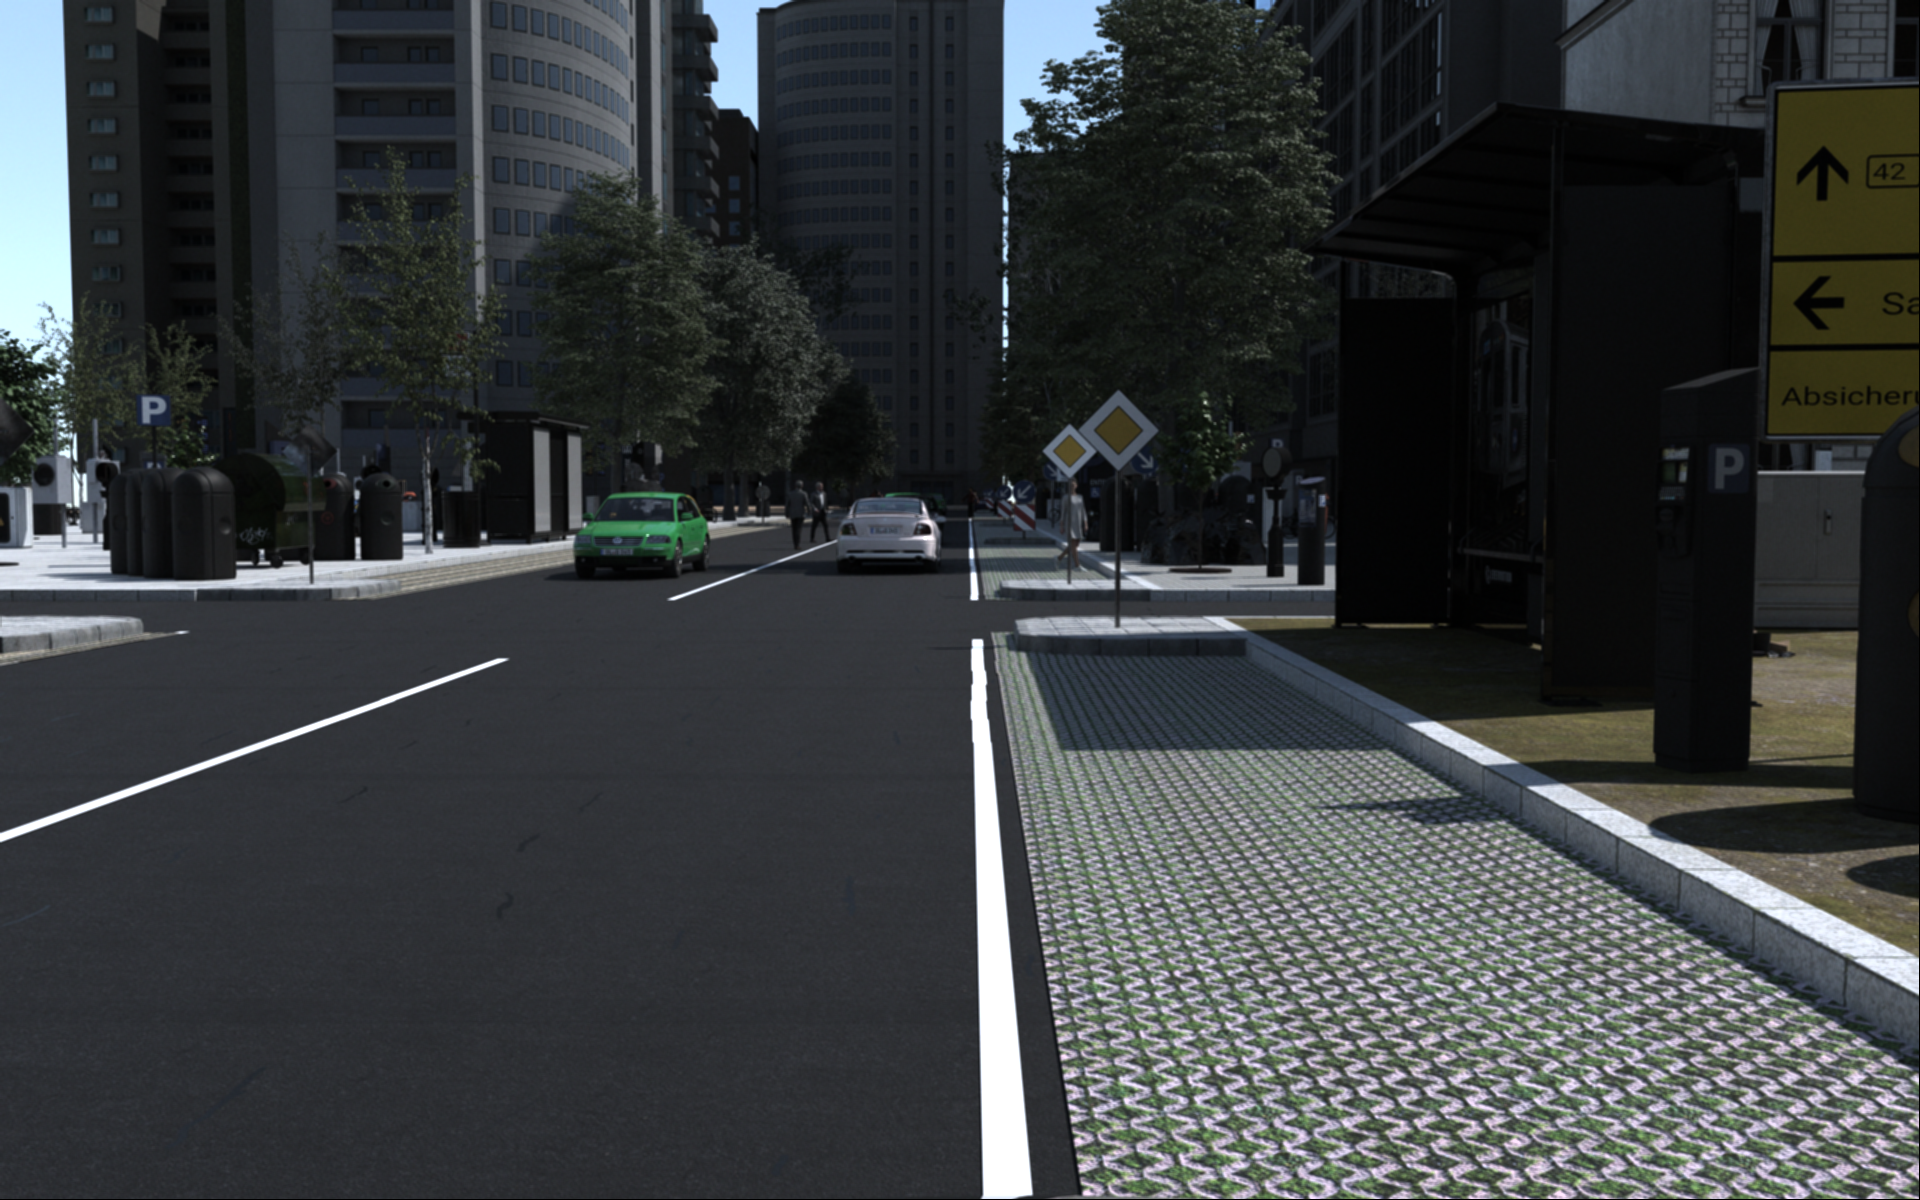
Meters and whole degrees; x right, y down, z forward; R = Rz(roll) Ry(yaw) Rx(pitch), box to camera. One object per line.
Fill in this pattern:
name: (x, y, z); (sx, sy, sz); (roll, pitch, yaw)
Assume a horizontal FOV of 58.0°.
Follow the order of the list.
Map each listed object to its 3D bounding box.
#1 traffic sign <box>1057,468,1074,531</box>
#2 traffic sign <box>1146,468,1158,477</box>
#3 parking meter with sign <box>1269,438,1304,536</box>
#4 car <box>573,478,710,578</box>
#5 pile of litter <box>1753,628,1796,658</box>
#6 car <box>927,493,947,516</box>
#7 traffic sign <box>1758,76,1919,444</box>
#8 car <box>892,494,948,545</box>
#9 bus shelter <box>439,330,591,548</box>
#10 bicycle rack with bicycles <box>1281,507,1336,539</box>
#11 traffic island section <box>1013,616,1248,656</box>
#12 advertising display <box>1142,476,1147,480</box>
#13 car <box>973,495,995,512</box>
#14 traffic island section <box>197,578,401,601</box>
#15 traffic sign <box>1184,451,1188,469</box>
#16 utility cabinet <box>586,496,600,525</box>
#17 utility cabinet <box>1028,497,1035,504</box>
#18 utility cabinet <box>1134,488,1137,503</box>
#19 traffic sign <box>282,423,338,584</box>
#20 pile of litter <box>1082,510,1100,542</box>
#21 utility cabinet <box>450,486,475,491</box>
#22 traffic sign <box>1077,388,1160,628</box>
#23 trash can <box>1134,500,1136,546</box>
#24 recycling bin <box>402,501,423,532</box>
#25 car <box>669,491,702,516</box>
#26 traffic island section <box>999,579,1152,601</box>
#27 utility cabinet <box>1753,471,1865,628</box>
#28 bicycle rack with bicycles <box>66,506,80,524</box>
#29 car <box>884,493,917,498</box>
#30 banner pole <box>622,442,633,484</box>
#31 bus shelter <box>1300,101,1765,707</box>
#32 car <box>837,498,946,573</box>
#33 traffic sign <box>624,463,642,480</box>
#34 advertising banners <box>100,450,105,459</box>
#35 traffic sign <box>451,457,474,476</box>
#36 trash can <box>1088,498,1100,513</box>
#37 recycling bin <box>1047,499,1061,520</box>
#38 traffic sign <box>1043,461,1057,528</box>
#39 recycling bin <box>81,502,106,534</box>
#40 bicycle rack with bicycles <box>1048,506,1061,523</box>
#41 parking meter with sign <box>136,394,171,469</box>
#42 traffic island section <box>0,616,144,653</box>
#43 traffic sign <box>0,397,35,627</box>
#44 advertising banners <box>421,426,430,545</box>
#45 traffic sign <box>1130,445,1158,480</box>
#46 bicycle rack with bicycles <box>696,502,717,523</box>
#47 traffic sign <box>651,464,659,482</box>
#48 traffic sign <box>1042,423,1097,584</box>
traffic sign: (3.612, -3.502, 59.395); (0.606, 2.300, 0.079); (1, 4, 10)
traffic sign: (6.426, -3.539, 57.974); (0.768, 2.556, 0.104); (0, 4, 4)
parking meter with sign: (10.247, -3.498, 53.454); (0.543, 3.016, 1.738); (-2, 4, -25)
car: (-5.635, -1.356, 30.975); (1.959, 1.807, 4.718); (0, 4, 1)
pile of litter: (6.074, -0.023, 14.340); (1.176, 0.858, 1.719); (-1, 4, -14)
car: (-1.833, -6.524, 115.460); (1.959, 1.807, 4.718); (0, 4, -2)
traffic sign: (5.102, -0.895, 8.498); (2.265, 3.308, 0.079); (1, 4, 9)
car: (-1.346, -2.452, 49.878); (2.009, 1.686, 4.222); (0, 4, -1)
bus shelter: (-11.677, -4.136, 45.252); (2.179, 5.291, 8.768); (0, 4, 0)
bicycle rack with bicycles: (9.458, -2.256, 50.270); (2.925, 0.926, 2.852); (2, 4, 24)
traffic island section: (1.534, 0.344, 16.659); (2.009, 0.180, 2.903); (0, 4, 0)
advertising display: (6.617, -3.305, 59.245); (0.123, 1.923, 0.974); (-3, 5, -43)
car: (1.886, -7.594, 136.738); (1.945, 1.354, 3.894); (0, 4, -1)
traffic island section: (-9.267, -0.148, 24.703); (2.009, 0.180, 2.903); (0, 4, 0)
traffic sign: (5.998, -2.770, 45.394); (0.768, 2.556, 0.104); (0, 4, 7)
utility cabinet: (-12.857, -3.027, 60.646); (0.306, 1.237, 1.020); (0, 4, -2)
utility cabinet: (4.303, -5.357, 96.273); (0.318, 1.500, 1.173); (3, 5, 43)
utility cabinet: (6.984, -3.666, 68.624); (0.318, 1.500, 1.173); (-1, 4, -18)
traffic sign: (-9.244, -1.284, 24.641); (0.795, 2.450, 0.064); (0, 4, 0)
pile of litter: (3.840, -2.017, 46.949); (1.176, 0.858, 1.719); (0, 4, -3)
utility cabinet: (-13.935, -2.454, 48.796); (0.318, 1.500, 1.173); (-3, 5, -43)
traffic sign: (1.510, -0.791, 16.582); (0.795, 2.450, 0.064); (0, 4, 0)
trash can: (4.531, -1.921, 43.068); (0.748, 1.137, 0.748); (0, 3, 0)
recycling bin: (-18.695, -2.851, 59.166); (0.722, 1.027, 0.722); (1, 4, 16)
car: (-6.743, -1.753, 38.893); (2.015, 1.641, 3.980); (0, 4, 0)
traffic island section: (1.574, -0.145, 24.644); (2.009, 0.180, 2.903); (0, 4, 0)
utility cabinet: (8.076, -0.474, 16.437); (1.173, 1.500, 0.318); (0, 4, 6)
bicycle rack with bicycles: (-38.553, -3.763, 74.906); (2.852, 0.926, 2.925); (1, 4, 21)
car: (-1.982, -3.210, 61.280); (1.959, 1.807, 4.718); (0, 4, 0)
banner pole: (-14.196, -5.086, 73.171); (0.863, 3.779, 0.401); (-1, 4, -9)
bus shelter: (4.084, -1.360, 13.513); (1.731, 3.624, 6.357); (0, 4, 0)
car: (-1.309, -1.258, 32.938); (2.083, 1.381, 4.827); (0, 4, 0)
traffic sign: (-13.211, -4.275, 69.997); (0.768, 2.556, 0.104); (1, 4, 8)
advertising banners: (-33.596, -4.425, 68.539); (2.074, 3.025, 0.090); (3, 5, 43)
traffic sign: (-14.618, -3.127, 51.128); (0.884, 2.594, 0.081); (1, 4, 9)
trash can: (4.831, -3.047, 61.465); (0.748, 1.137, 0.748); (0, 3, 0)
recycling bin: (4.829, -4.551, 86.955); (0.722, 1.027, 0.722); (2, 4, 26)
traffic sign: (3.518, -4.000, 65.510); (0.768, 2.556, 0.104); (1, 4, 10)
recycling bin: (-28.184, -2.686, 56.469); (0.722, 1.027, 0.722); (-1, 4, -17)
bicycle rack with bicycles: (5.400, -3.931, 77.648); (2.925, 0.926, 2.852); (-1, 4, -10)
parking meter with sign: (-14.484, -2.137, 31.194); (0.543, 3.016, 1.738); (-2, 4, -24)
traffic island section: (-9.307, 0.340, 16.718); (2.009, 0.180, 2.903); (0, 4, 0)
traffic sign: (-9.284, -0.796, 16.656); (0.795, 2.450, 0.064); (0, 4, 0)
advertising banners: (-13.600, -2.932, 44.118); (0.090, 3.025, 2.074); (-1, 4, -12)
traffic sign: (4.796, -2.745, 44.987); (0.768, 2.556, 0.104); (0, 4, 4)
bicycle rack with bicycles: (-11.847, -3.864, 76.561); (2.852, 0.926, 2.925); (3, 5, 39)
traffic sign: (-12.601, -4.446, 72.794); (0.768, 2.556, 0.104); (0, 4, 5)
traffic sign: (1.550, -1.280, 24.567); (0.795, 2.450, 0.064); (0, 4, 0)
